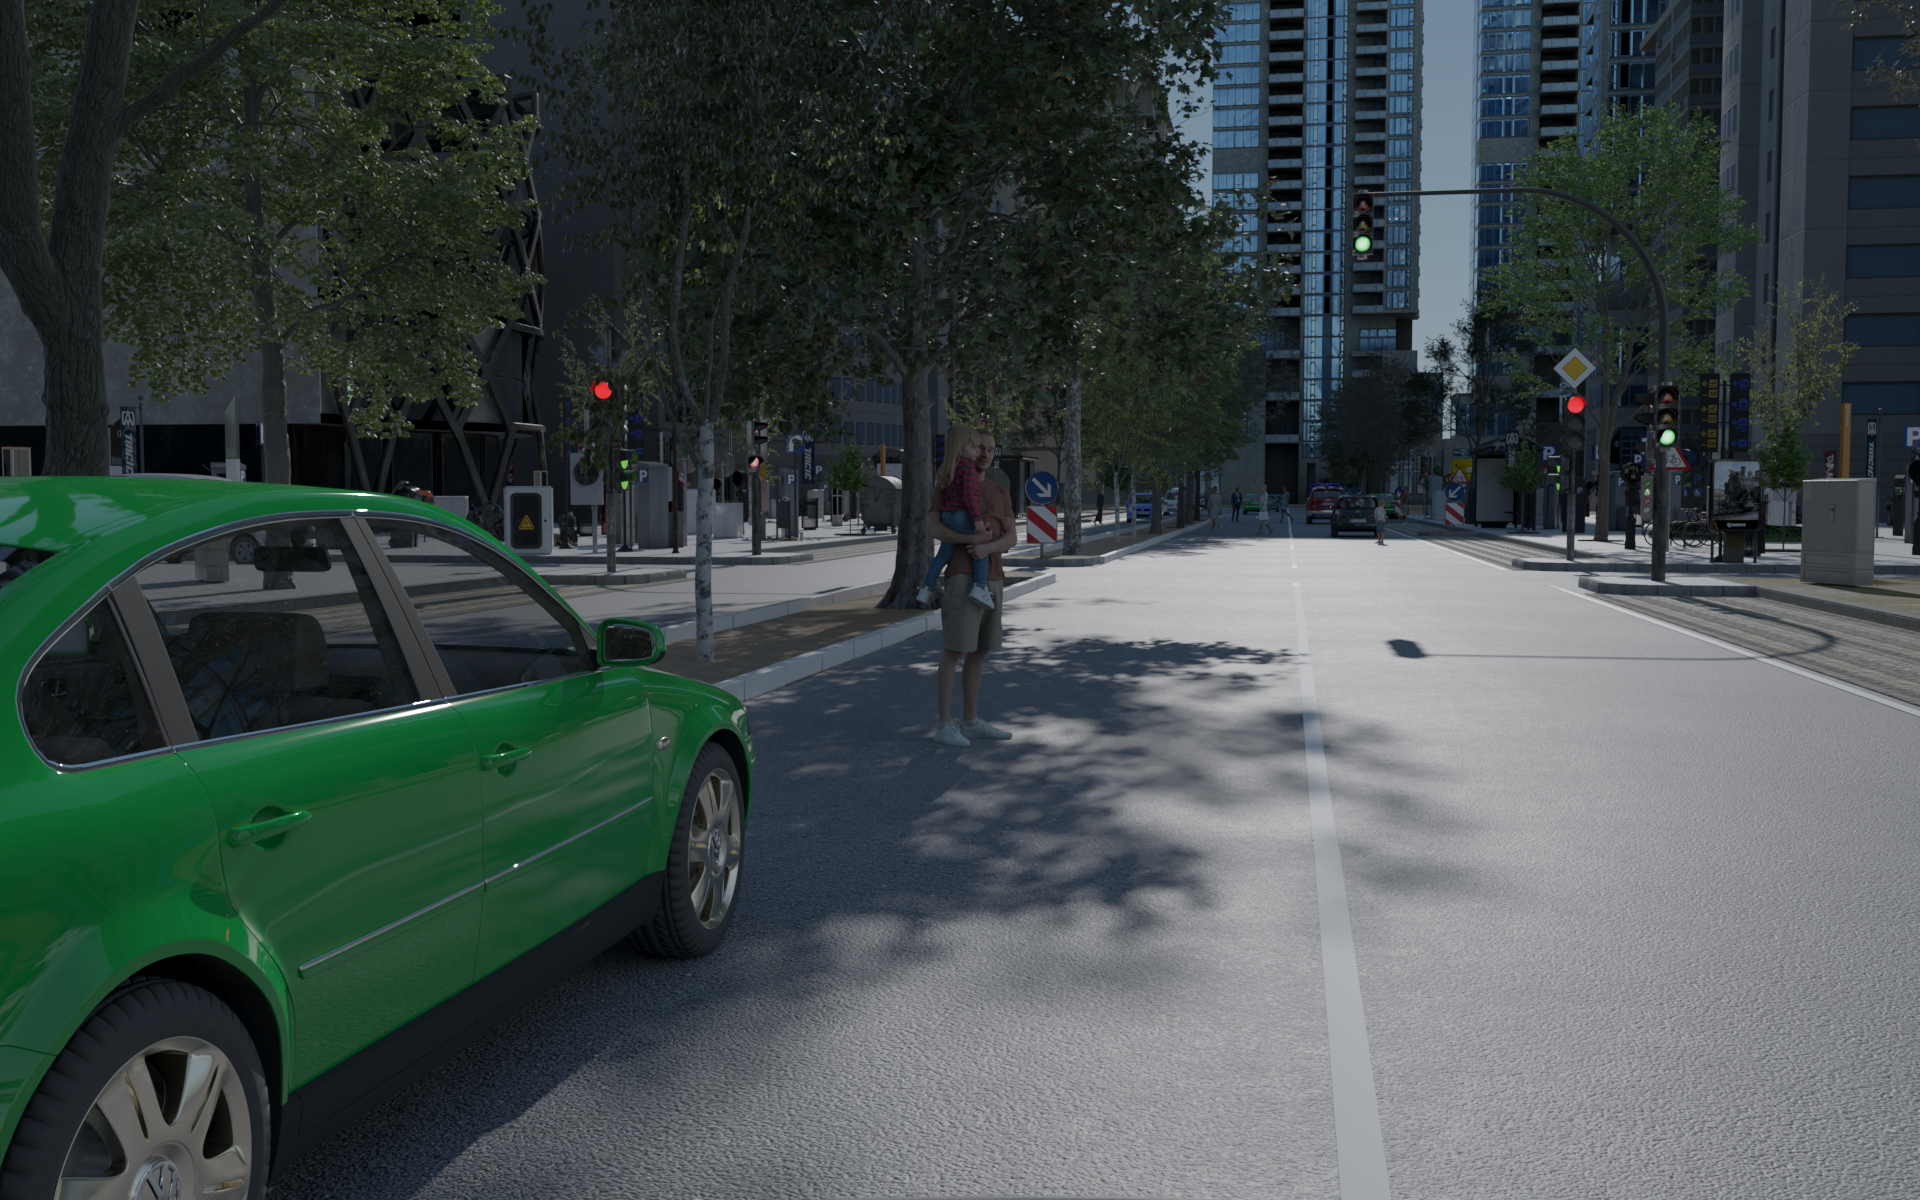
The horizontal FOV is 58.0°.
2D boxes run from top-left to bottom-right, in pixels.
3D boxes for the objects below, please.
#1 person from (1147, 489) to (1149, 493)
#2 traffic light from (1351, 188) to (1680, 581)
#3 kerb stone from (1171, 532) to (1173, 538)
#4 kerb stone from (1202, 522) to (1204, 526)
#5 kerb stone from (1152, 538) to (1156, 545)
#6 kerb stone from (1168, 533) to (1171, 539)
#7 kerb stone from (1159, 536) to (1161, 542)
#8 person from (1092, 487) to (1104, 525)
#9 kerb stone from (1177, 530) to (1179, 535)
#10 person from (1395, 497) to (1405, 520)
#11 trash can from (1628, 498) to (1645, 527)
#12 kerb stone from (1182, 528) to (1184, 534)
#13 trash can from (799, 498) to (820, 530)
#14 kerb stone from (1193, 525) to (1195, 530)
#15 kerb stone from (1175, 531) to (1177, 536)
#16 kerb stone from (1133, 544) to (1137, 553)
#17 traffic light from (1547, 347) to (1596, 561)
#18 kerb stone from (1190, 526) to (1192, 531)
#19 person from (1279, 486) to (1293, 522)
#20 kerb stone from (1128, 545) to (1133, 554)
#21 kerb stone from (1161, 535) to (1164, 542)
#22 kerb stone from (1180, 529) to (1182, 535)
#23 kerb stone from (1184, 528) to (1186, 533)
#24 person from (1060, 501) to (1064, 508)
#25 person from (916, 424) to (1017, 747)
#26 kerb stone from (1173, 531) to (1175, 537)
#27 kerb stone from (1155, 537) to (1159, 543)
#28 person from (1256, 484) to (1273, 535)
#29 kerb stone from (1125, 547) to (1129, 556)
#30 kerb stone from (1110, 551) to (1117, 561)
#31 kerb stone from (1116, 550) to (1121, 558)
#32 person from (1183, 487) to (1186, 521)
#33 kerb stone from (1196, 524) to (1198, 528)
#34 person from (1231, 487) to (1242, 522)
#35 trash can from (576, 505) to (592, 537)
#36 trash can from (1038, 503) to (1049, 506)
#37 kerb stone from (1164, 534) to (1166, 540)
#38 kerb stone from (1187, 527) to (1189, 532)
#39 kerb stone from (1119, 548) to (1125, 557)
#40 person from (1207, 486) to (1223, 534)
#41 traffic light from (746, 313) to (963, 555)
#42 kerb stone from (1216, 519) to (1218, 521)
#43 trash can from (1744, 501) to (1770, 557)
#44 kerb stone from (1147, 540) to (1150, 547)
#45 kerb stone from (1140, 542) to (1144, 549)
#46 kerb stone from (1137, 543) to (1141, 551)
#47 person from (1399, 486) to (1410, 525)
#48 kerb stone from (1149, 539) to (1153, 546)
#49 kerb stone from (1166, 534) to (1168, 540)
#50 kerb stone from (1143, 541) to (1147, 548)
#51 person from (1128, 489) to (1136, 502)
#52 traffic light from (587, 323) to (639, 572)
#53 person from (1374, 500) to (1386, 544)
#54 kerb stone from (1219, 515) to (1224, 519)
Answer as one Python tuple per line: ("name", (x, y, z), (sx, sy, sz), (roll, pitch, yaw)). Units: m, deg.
("person", (14.249, -7.501, 131.135), (1.348, 1.826, 0.705), (-3, 4, -37))
("traffic light", (8.219, -3.124, 25.742), (4.771, 5.953, 1.251), (1, 4, 11))
("kerb stone", (6.616, -2.025, 55.304), (0.120, 0.150, 1.000), (1, 4, 11))
("kerb stone", (10.419, -3.258, 75.488), (0.120, 0.150, 1.000), (1, 4, 11))
("kerb stone", (5.289, -1.593, 48.256), (0.120, 0.150, 1.000), (1, 4, 11))
("kerb stone", (6.428, -1.963, 54.297), (0.120, 0.150, 1.000), (1, 4, 11))
("kerb stone", (5.668, -1.717, 50.273), (0.120, 0.150, 1.000), (1, 4, 11))
("person", (6.471, -4.387, 80.643), (0.534, 1.772, 0.576), (0, 4, -7))
("kerb stone", (7.184, -2.210, 58.328), (0.120, 0.150, 1.000), (1, 4, 11))
("person", (22.206, -4.823, 87.130), (0.659, 1.850, 0.755), (-1, 4, -18))
("trash can", (26.305, -3.404, 67.315), (0.748, 1.137, 0.748), (0, 3, 0))
("kerb stone", (7.753, -2.390, 61.346), (0.120, 0.150, 1.000), (1, 4, 11))
("trash can", (-5.373, -3.075, 61.937), (0.748, 1.137, 0.748), (0, 3, 0))
("kerb stone", (9.081, -2.825, 68.414), (0.120, 0.150, 1.000), (1, 4, 11))
("kerb stone", (7.000, -2.147, 57.323), (0.120, 0.150, 1.000), (1, 4, 11))
("kerb stone", (4.154, -1.225, 42.225), (0.120, 0.150, 1.000), (1, 4, 11))
("traffic light", (11.770, -2.717, 33.343), (0.839, 4.253, 0.868), (1, 4, 11))
("kerb stone", (8.704, -2.704, 66.399), (0.120, 0.150, 1.000), (1, 4, 11))
("person", (16.342, -4.794, 86.975), (0.778, 1.811, 0.616), (0, 4, 0))
("kerb stone", (3.959, -1.163, 41.219), (0.120, 0.150, 1.000), (1, 4, 11))
("kerb stone", (5.858, -1.779, 51.283), (0.120, 0.150, 1.000), (1, 4, 11))
("kerb stone", (7.570, -2.333, 60.336), (0.120, 0.150, 1.000), (1, 4, 11))
("kerb stone", (7.944, -2.454, 62.357), (0.120, 0.150, 1.000), (1, 4, 11))
("person", (4.281, -3.629, 68.188), (0.716, 1.782, 0.532), (0, 4, 8))
("person", (0.041, -0.092, 9.977), (0.573, 1.828, 0.580), (0, 4, 4))
("kerb stone", (6.806, -2.087, 56.310), (0.120, 0.150, 1.000), (1, 4, 11))
("kerb stone", (5.478, -1.655, 49.261), (0.120, 0.150, 1.000), (1, 4, 11))
("person", (10.705, -3.177, 60.802), (0.624, 1.780, 0.694), (1, 4, 11))
("kerb stone", (3.768, -1.102, 40.210), (0.120, 0.150, 1.000), (1, 4, 11))
("kerb stone", (3.202, -0.915, 37.167), (0.120, 0.150, 1.000), (1, 4, 11))
("kerb stone", (3.385, -0.977, 38.179), (0.120, 0.150, 1.000), (1, 4, 11))
("person", (11.463, -4.871, 88.242), (0.635, 1.810, 0.391), (-1, 4, -19))
("kerb stone", (9.471, -2.943, 70.432), (0.120, 0.150, 1.000), (1, 4, 11))
("person", (14.386, -4.986, 90.202), (0.721, 1.800, 0.419), (-1, 4, -15))
("trash can", (-11.337, -2.500, 52.533), (0.748, 1.137, 0.748), (0, 3, 0))
("trash can", (4.614, -5.158, 95.991), (0.748, 1.137, 0.748), (0, 3, 0))
("kerb stone", (6.054, -1.839, 52.287), (0.120, 0.150, 1.000), (1, 4, 11))
("kerb stone", (8.322, -2.580, 64.374), (0.120, 0.150, 1.000), (1, 4, 11))
("kerb stone", (3.578, -1.040, 39.193), (0.120, 0.150, 1.000), (1, 4, 11))
("person", (9.267, -3.269, 62.696), (0.466, 1.731, 0.760), (-3, 5, -45))
("traffic light", (-2.191, -3.750, 35.984), (4.771, 5.953, 1.251), (1, 4, 11))
("kerb stone", (13.267, -4.185, 90.617), (0.120, 0.150, 1.000), (1, 4, 11))
("trash can", (16.246, -1.467, 35.632), (0.748, 1.137, 0.748), (0, 3, 0))
("kerb stone", (4.908, -1.471, 46.248), (0.120, 0.150, 1.000), (1, 4, 11))
("kerb stone", (4.532, -1.348, 44.238), (0.120, 0.150, 1.000), (1, 4, 11))
("kerb stone", (4.350, -1.287, 43.231), (0.120, 0.150, 1.000), (1, 4, 11))
("person", (20.548, -4.377, 80.039), (0.573, 1.828, 0.580), (-1, 4, -22))
("kerb stone", (5.098, -1.533, 47.252), (0.120, 0.150, 1.000), (1, 4, 11))
("kerb stone", (6.234, -1.900, 53.293), (0.120, 0.150, 1.000), (1, 4, 11))
("kerb stone", (4.721, -1.401, 45.243), (0.120, 0.150, 1.000), (1, 4, 11))
("person", (10.291, -5.766, 102.871), (0.635, 1.810, 0.391), (-2, 4, -33))
("traffic light", (-5.742, -2.420, 28.489), (0.839, 4.253, 0.868), (1, 4, 11))
("person", (12.127, -2.254, 50.036), (0.332, 1.250, 0.352), (2, 4, 26))
("kerb stone", (14.791, -4.677, 98.671), (0.120, 0.150, 1.000), (1, 4, 11))
